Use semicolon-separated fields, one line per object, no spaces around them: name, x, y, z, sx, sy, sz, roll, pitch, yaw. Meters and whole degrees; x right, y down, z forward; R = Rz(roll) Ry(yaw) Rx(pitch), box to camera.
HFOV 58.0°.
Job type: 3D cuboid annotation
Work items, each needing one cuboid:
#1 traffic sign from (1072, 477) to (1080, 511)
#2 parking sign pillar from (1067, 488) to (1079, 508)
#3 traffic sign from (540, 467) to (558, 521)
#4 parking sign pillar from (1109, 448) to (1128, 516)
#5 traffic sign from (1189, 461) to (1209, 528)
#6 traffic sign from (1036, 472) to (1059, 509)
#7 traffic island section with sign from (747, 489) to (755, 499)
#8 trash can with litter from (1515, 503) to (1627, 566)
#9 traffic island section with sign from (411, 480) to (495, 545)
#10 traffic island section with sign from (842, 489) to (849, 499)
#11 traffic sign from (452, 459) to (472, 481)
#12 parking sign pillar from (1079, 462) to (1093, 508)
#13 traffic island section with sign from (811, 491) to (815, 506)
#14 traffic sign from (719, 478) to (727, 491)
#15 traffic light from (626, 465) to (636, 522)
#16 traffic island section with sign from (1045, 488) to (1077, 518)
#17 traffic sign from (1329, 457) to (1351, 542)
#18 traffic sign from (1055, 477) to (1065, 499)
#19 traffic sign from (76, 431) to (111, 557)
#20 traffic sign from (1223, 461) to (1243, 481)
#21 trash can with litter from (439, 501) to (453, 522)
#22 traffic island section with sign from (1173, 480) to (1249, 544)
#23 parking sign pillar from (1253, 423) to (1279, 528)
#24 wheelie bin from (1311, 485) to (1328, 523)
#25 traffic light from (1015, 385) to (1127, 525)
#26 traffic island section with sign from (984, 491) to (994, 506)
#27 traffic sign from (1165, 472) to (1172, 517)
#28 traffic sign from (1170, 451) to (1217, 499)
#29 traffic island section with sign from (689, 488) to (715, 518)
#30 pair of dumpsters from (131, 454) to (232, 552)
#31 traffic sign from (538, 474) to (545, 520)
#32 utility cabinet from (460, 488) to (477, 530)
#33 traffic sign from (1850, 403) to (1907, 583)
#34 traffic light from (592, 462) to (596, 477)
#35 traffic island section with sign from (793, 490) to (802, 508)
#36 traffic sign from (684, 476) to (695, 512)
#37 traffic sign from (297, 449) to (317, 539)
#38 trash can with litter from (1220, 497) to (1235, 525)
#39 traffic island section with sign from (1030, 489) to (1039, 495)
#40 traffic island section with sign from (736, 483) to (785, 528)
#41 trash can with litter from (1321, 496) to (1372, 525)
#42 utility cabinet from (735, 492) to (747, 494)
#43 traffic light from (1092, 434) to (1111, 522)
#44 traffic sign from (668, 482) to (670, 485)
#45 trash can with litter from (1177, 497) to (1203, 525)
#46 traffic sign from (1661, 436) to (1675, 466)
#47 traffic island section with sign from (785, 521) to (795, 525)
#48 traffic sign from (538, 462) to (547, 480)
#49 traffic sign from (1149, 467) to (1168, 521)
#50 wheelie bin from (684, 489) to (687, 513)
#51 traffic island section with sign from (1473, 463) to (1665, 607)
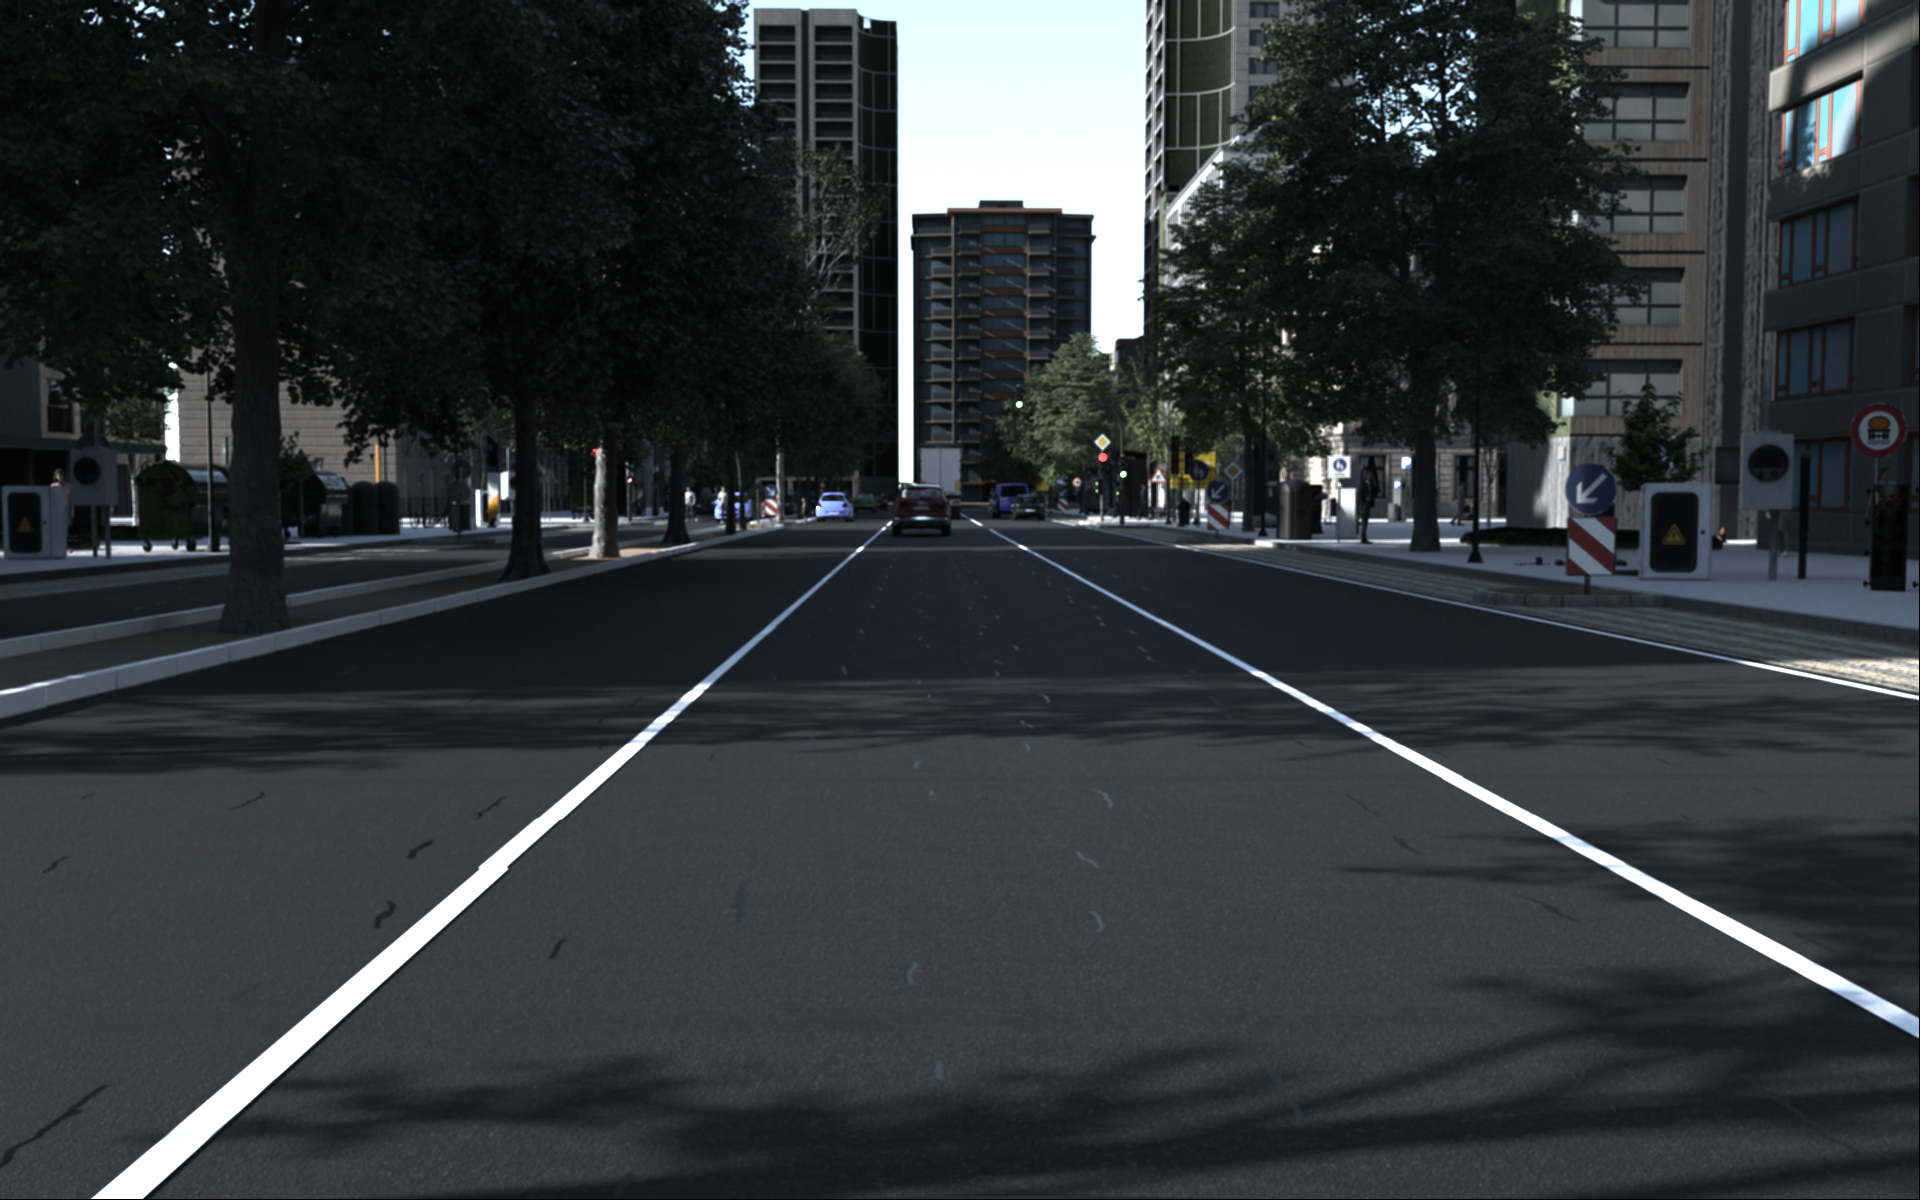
traffic sign;8.889;-8.026;131.333;0.768;2.556;0.104;0;4;3
parking sign pillar;10.218;-10.173;154.802;1.447;3.967;1.447;0;4;-3
traffic sign;-19.789;-5.102;83.428;0.884;2.594;0.081;0;4;3
parking sign pillar;9.424;-6.901;101.307;1.447;3.967;1.447;-1;4;-9
traffic sign;9.104;-4.041;66.182;0.768;2.556;0.104;0;4;0
traffic sign;7.859;-9.735;153.047;2.265;3.308;0.079;0;4;3
traffic island section with sign;-16.102;-7.657;133.819;1.989;1.847;2.006;0;4;-1
trash can with litter;11.129;-1.240;31.327;2.233;1.210;1.678;0;4;2
traffic island section with sign;-14.322;-2.481;49.194;1.989;1.847;2.006;0;4;-1
traffic island section with sign;-10.264;-8.988;155.084;2.006;1.907;1.989;0;4;-1
traffic sign;-18.088;-3.840;62.883;0.768;2.556;0.104;1;4;8
parking sign pillar;10.262;-8.825;132.765;1.447;3.967;1.447;1;4;22
traffic island section with sign;-17.703;-12.285;209.488;1.989;1.847;2.006;0;4;-1
traffic sign;-18.855;-8.409;137.598;0.768;2.556;0.104;0;4;1
traffic light;-13.173;-6.449;80.113;4.771;5.953;1.251;0;4;-1
traffic island section with sign;6.105;-5.936;105.676;1.989;1.847;2.006;0;4;-1
traffic sign;10.203;-2.720;46.598;0.606;2.300;0.079;0;4;2
traffic sign;7.361;-7.801;127.659;0.768;2.556;0.104;0;4;5
traffic sign;-17.652;-2.151;35.279;0.768;2.556;0.104;0;4;7
traffic sign;10.875;-4.231;68.906;0.795;2.593;0.064;0;4;8
trash can with litter;-23.800;-4.258;80.674;1.678;1.210;2.233;2;4;29
traffic island section with sign;7.272;-2.557;50.428;1.989;1.847;2.006;0;4;-1
parking sign pillar;11.683;-4.750;66.132;1.447;3.967;1.447;3;5;40
wheelie bin;11.718;-3.031;57.457;0.980;1.594;0.693;1;4;10
traffic light;4.672;-5.974;72.340;4.771;5.953;1.251;0;4;-1
traffic island section with sign;3.910;-12.306;209.831;1.989;1.847;2.006;0;4;-1
traffic sign;11.743;-5.888;96.376;0.768;2.556;0.104;0;4;2
traffic sign;10.874;-5.343;81.233;2.265;3.308;0.079;0;4;4
traffic island section with sign;-15.521;-5.959;106.052;1.989;1.847;2.006;0;4;-1
pair of dumpsters;-17.616;-2.311;40.273;1.574;2.255;4.437;0;4;-1
traffic sign;-20.410;-5.200;85.020;0.884;2.594;0.081;0;4;3
utility cabinet;-17.371;-3.203;61.040;0.318;1.500;1.173;0;4;4
traffic sign;12.842;-1.480;24.305;0.768;2.556;0.104;0;4;4
traffic light;-15.094;-5.084;72.051;0.839;4.253;0.868;0;4;-1
traffic island section with sign;-17.124;-10.598;181.911;1.989;1.847;2.006;0;4;-1
traffic sign;-18.991;-7.440;121.756;0.768;2.556;0.104;0;3;0
traffic sign;-18.794;-3.024;49.439;0.884;2.594;0.081;0;4;2
trash can with litter;10.757;-3.661;71.250;1.055;1.170;0.624;-2;4;-32
traffic island section with sign;5.544;-7.587;132.681;1.989;1.847;2.006;0;4;-1
traffic island section with sign;-8.526;-3.940;72.557;2.006;1.907;1.989;0;4;-1
trash can with litter;16.067;-3.747;72.322;2.233;1.210;1.678;2;4;29
utility cabinet;-18.805;-8.589;149.113;1.173;1.500;0.318;0;4;5
traffic light;6.594;-5.602;80.508;0.839;4.253;0.868;0;4;-1
traffic sign;-20.768;-7.664;125.414;0.768;2.556;0.104;0;4;5
trash can with litter;9.574;-3.714;72.116;1.055;1.170;0.624;0;4;1
traffic sign;11.766;-1.657;29.224;0.606;2.300;0.079;0;4;3
traffic island section with sign;-8.672;-4.393;79.963;2.006;1.907;1.989;0;4;-1
traffic sign;-16.948;-4.262;69.422;0.795;2.593;0.064;0;3;0
traffic sign;9.378;-5.011;81.935;0.884;2.594;0.081;0;4;7
wheelie bin;-18.492;-6.526;114.611;0.980;1.594;0.693;-1;4;-18
traffic island section with sign;7.858;-0.860;22.689;1.989;1.847;2.006;0;4;-1
